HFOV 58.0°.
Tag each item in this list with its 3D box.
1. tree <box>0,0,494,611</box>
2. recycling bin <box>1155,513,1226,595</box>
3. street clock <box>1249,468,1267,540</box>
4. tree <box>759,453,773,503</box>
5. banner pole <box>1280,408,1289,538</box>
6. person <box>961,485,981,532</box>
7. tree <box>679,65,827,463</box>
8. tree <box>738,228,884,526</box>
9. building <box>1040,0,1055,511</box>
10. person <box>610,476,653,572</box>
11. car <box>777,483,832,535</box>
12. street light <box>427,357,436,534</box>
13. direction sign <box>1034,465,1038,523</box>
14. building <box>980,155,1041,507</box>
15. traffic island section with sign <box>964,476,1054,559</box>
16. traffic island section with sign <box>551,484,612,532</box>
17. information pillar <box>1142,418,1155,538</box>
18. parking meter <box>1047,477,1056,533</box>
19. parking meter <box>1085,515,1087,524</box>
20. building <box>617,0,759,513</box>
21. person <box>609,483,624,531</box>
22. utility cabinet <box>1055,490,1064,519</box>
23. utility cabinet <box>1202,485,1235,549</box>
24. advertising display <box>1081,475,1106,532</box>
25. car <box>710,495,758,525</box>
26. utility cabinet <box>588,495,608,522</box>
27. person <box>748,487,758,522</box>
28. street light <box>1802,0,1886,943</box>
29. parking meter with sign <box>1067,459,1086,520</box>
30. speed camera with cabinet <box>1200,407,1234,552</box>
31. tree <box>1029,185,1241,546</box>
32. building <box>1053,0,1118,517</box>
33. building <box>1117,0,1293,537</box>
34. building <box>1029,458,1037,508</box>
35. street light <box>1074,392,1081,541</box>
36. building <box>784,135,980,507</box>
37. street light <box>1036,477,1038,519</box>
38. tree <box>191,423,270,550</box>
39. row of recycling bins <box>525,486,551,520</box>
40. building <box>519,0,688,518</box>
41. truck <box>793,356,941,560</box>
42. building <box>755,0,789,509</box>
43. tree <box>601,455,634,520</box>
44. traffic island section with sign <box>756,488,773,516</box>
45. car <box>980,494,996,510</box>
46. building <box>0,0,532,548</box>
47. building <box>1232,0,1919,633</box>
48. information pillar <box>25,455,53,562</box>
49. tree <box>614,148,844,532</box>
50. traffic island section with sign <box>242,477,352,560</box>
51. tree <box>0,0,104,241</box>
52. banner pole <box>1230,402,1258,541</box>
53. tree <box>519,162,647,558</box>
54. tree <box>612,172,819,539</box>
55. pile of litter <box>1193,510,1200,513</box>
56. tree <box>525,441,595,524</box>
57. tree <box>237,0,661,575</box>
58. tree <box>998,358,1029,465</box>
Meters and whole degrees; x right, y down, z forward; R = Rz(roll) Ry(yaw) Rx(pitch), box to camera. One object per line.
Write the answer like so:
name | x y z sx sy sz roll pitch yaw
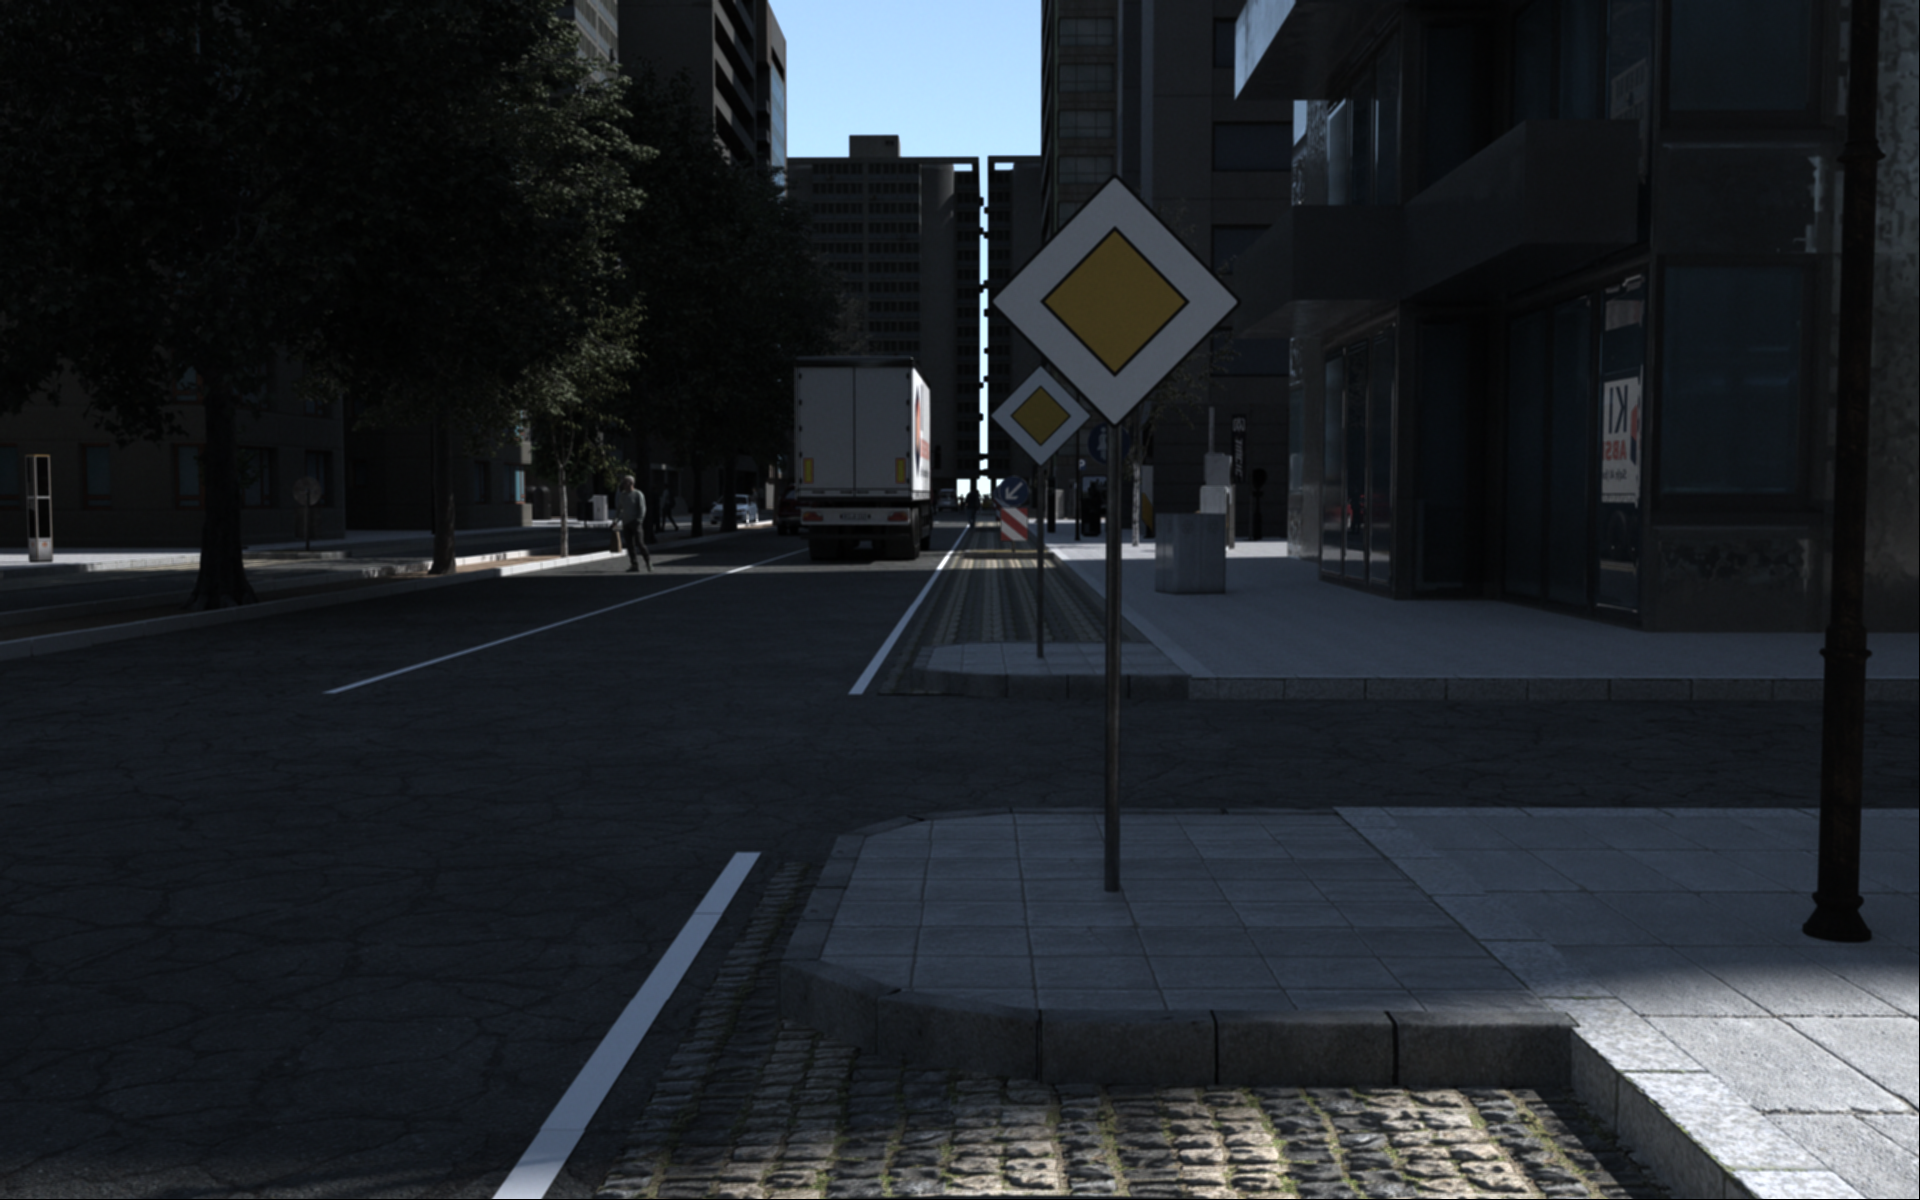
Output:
tree | -9.184 -6.231 21.343 9.611 12.733 9.660 0 3 0
recycling bin | 2.991 -0.609 22.506 0.722 1.027 0.722 -1 4 -15
street clock | 8.384 -2.703 48.756 0.471 2.002 0.358 -1 4 -17
tree | -16.451 -11.887 144.708 4.737 8.622 4.395 0 3 0
banner pole | 9.743 -3.684 50.255 0.863 3.779 0.401 1 4 13
person | 0.452 -3.413 64.655 0.623 1.781 0.721 -3 5 -41
tree | -8.276 -7.683 45.084 9.611 12.733 9.660 0 3 0
tree | -8.153 -10.014 76.555 12.009 13.543 11.850 0 3 0
building | 16.619 -30.425 121.157 21.300 48.544 21.600 0 4 1
person | -6.092 -1.403 31.920 0.782 1.767 0.515 2 4 26
car | -5.290 -3.253 61.862 2.281 1.827 5.304 0 4 2
street light | -16.756 -5.027 54.976 0.468 5.910 1.993 0 4 1
direction sign | 3.511 -5.229 77.486 0.379 3.537 0.876 0 4 -3
building | 14.577 -30.411 189.104 23.993 40.220 32.217 0 4 1
traffic island section with sign | 1.089 -1.842 38.738 1.989 1.847 2.006 0 4 1
traffic island section with sign | -14.228 -3.474 65.430 1.989 1.847 2.006 0 4 1
information pillar | 5.431 -3.592 50.084 0.183 3.616 0.504 3 4 37
parking meter | 3.043 -3.176 57.642 0.255 1.863 0.399 0 4 6
parking meter | 5.469 -4.269 75.502 0.399 1.863 0.255 -3 5 -44
building | -26.590 -30.600 124.010 21.300 48.544 21.600 0 4 1
person | -12.783 -3.472 65.142 0.818 1.842 0.514 1 4 9
utility cabinet | 4.786 -4.767 86.625 0.318 1.500 1.173 2 4 35
utility cabinet | 6.034 -1.952 40.586 0.318 1.500 1.173 -1 4 -18
advertising display | 4.556 -3.260 58.522 0.974 1.923 0.123 2 4 30
car | -10.762 -4.333 82.850 2.014 1.417 4.499 0 4 2
utility cabinet | -16.912 -4.264 80.876 1.020 1.237 0.306 2 4 34
person | -10.498 -4.812 87.454 0.573 1.790 0.520 0 4 -7
street light | 2.552 -1.962 4.862 0.468 5.910 1.993 0 4 1
parking meter with sign | 5.821 -5.564 87.239 0.543 3.016 1.738 -1 4 -14
speed camera with cabinet | 5.745 -2.715 38.720 0.660 3.252 2.038 1 4 13
tree | 4.534 -5.629 42.390 4.360 8.622 3.978 0 3 0
building | 12.581 -25.664 103.208 14.154 41.232 14.086 0 4 1
building | 16.399 -31.907 63.681 21.231 58.520 28.212 0 4 1
building | 17.490 -50.983 146.238 22.319 86.520 31.000 0 4 1
street light | 3.239 -4.573 47.564 0.468 5.910 1.993 0 4 1
building | -9.403 -30.468 190.036 23.993 40.220 32.217 0 4 1
street light | 3.937 -7.022 87.595 0.468 5.910 1.993 0 4 1
tree | -17.092 -2.782 40.092 1.663 3.219 1.824 0 3 0
row of recycling bins | -21.554 -4.855 86.486 1.069 1.692 3.534 -3 5 -42
building | -33.288 -25.010 100.802 32.217 40.220 23.993 0 4 1
truck | -2.020 -3.182 40.933 2.839 4.237 11.283 0 4 1
building | -23.375 -30.913 155.539 14.200 45.320 14.600 0 4 1
tree | -16.923 -5.556 85.446 1.663 3.219 1.824 0 3 0
traffic island section with sign | -13.353 -6.544 115.623 1.989 1.847 2.006 0 4 1
car | 2.760 -8.520 149.523 2.015 1.641 3.980 0 4 -1
building | -31.371 -12.854 55.201 27.650 21.520 28.899 0 4 1
building | 19.263 -24.724 23.841 30.456 49.044 23.786 0 4 1
information pillar | -17.327 -1.719 32.592 0.304 2.012 0.304 2 4 33
tree | -8.717 -9.527 64.880 9.857 13.997 8.962 0 3 0
traffic island section with sign | -14.685 -1.826 38.478 1.989 1.847 2.006 0 4 1
tree | -9.567 -3.766 14.400 4.360 8.622 3.978 0 3 0
banner pole | 7.791 -3.520 47.568 0.863 3.779 0.401 3 5 39
tree | -8.692 -5.192 37.713 4.737 8.622 4.395 0 3 0
tree | -8.318 -7.753 54.970 9.928 11.665 9.643 0 3 0
pile of litter | 6.184 -1.919 45.346 1.719 0.858 1.176 2 4 31
tree | -17.351 -5.647 76.036 4.285 4.588 4.351 0 3 0
tree | -9.282 -6.745 30.872 7.486 12.596 7.792 0 3 0
tree | 4.327 -8.615 91.219 4.360 8.622 3.978 0 3 0
